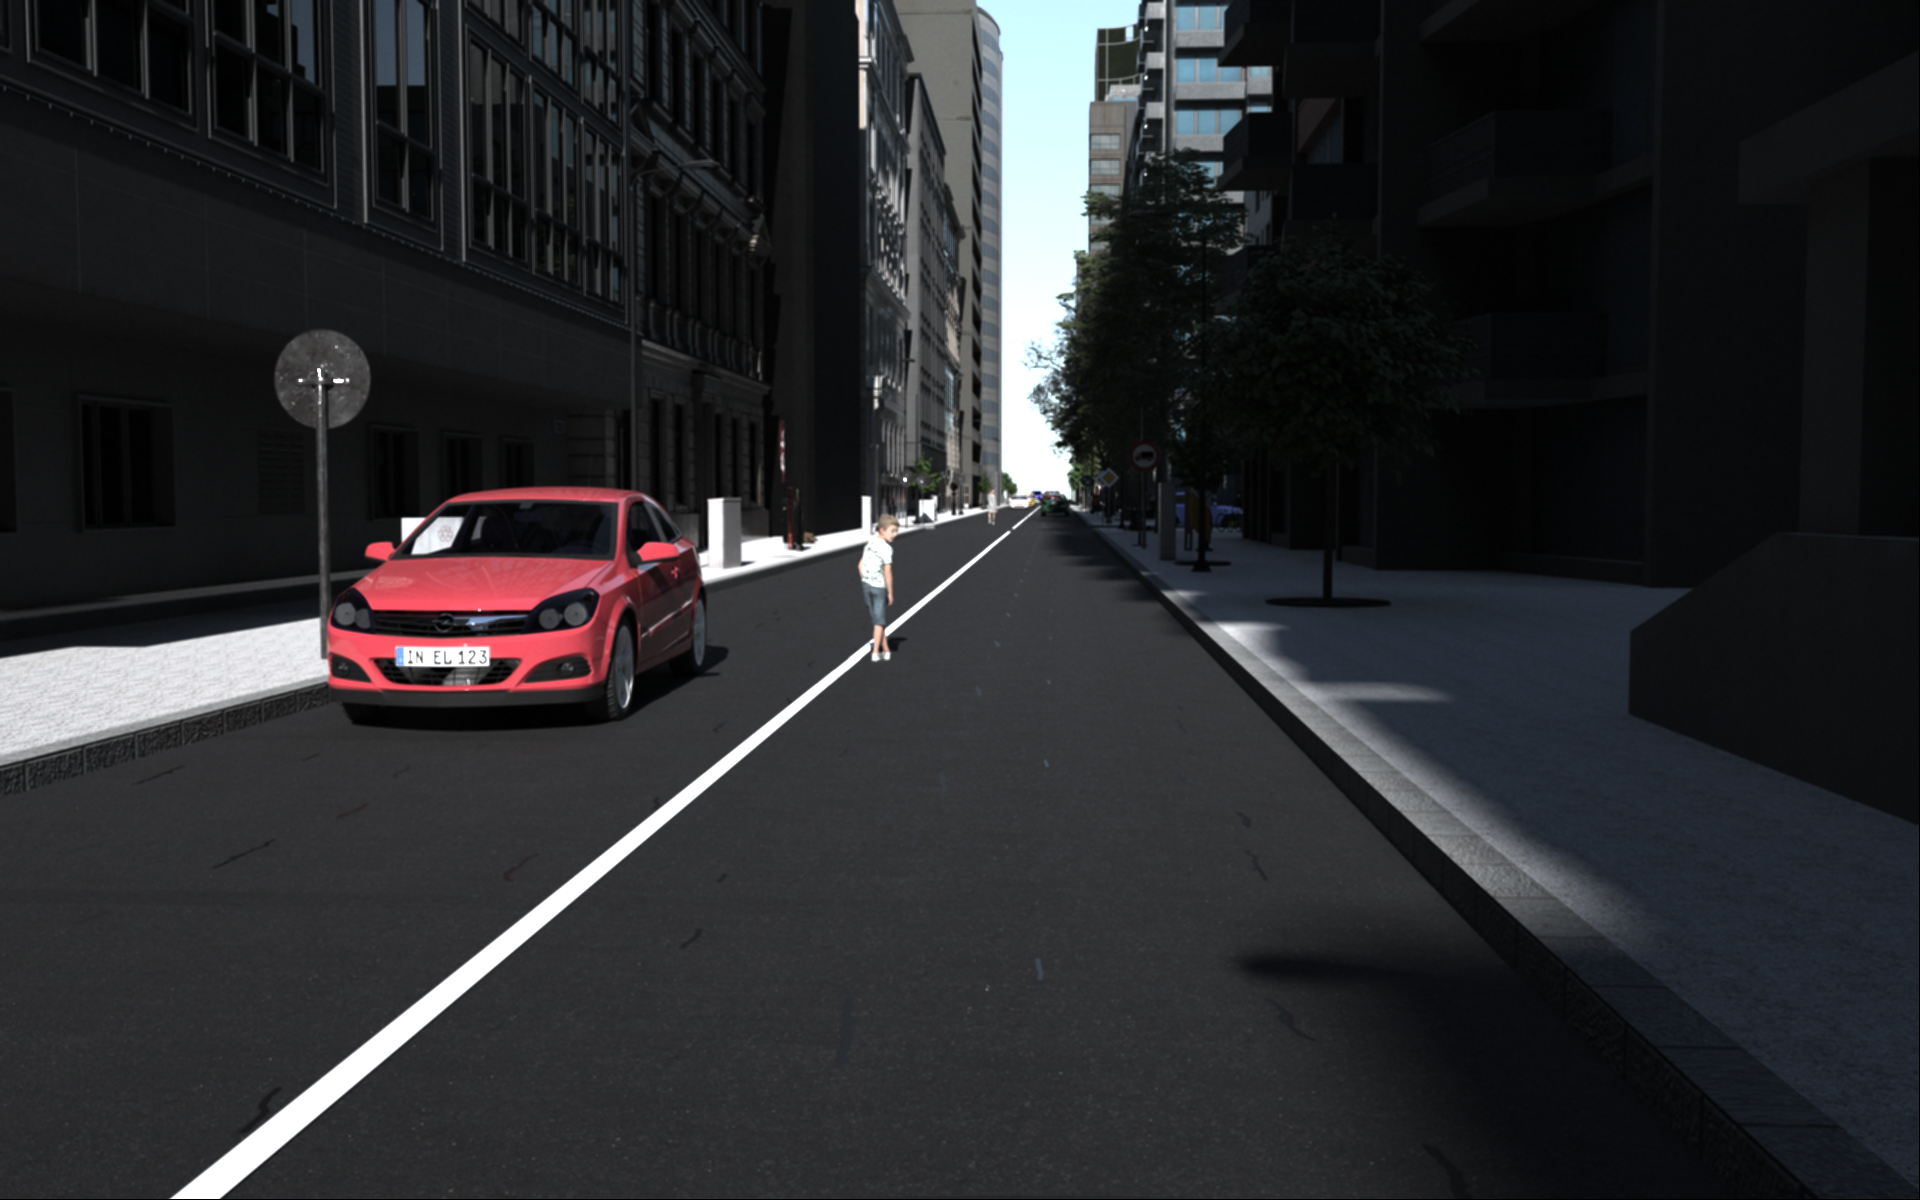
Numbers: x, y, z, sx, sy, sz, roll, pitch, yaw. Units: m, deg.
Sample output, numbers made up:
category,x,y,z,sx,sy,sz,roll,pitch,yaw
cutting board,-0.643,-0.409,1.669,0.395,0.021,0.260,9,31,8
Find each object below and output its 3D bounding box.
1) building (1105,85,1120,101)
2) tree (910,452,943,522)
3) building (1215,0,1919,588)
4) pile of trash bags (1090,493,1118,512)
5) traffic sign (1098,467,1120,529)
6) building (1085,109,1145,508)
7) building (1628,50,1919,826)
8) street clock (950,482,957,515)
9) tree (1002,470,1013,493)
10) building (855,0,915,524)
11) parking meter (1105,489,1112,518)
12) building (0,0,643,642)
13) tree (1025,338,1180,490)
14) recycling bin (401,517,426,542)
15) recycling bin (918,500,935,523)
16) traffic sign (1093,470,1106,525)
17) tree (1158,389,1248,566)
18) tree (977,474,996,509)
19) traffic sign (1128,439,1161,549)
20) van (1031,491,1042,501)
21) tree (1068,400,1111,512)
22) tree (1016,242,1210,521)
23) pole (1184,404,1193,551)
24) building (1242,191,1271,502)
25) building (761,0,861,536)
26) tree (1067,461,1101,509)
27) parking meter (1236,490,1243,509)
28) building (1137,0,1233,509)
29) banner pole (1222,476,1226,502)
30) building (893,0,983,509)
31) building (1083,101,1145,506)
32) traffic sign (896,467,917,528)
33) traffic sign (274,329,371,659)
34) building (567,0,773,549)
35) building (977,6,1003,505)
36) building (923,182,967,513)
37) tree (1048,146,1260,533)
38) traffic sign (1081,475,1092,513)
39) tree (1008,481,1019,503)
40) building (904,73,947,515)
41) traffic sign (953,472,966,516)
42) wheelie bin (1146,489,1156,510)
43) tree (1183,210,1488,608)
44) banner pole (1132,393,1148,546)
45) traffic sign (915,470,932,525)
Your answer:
category,x,y,z,sx,sy,sz,roll,pitch,yaw
building,26.858,-35.805,205.017,23.786,49.044,30.456,0,4,3
tree,-1.585,-5.150,78.800,1.663,3.219,1.824,0,3,0
building,17.045,-23.295,35.493,22.147,44.769,28.867,0,4,3
pile of trash bags,10.221,-7.031,124.703,1.912,1.369,3.447,1,4,23
traffic sign,5.534,-3.716,64.398,0.795,2.450,0.064,0,4,3
building,28.550,-28.846,163.506,32.217,40.220,23.993,0,4,3
building,19.600,-18.911,1.074,32.217,40.220,23.993,0,4,3
street clock,-0.373,-6.114,104.527,0.358,2.002,0.471,2,4,31
tree,5.319,-14.742,224.752,4.285,4.588,4.351,0,3,0
building,-9.618,-18.202,83.502,13.634,28.700,20.117,0,4,3
parking meter,7.908,-5.125,92.211,0.372,1.533,0.369,0,3,0
building,-13.360,-13.834,19.687,14.314,27.812,24.014,0,4,3
tree,8.053,-9.824,95.029,8.767,10.594,7.601,-1,4,-13
recycling bin,-5.525,-0.375,18.691,0.722,1.027,0.722,1,4,13
recycling bin,-1.479,-3.919,76.635,0.722,1.027,0.722,0,4,2
traffic sign,5.972,-4.204,72.371,0.795,2.450,0.064,0,4,3
tree,4.339,-2.256,31.490,1.663,3.219,1.824,0,3,0
tree,2.324,-9.663,152.593,1.663,3.219,1.824,0,3,0
traffic sign,4.317,-2.473,40.544,0.768,2.556,0.104,1,4,11
van,13.310,-18.175,301.548,2.240,2.365,5.245,0,4,2
tree,9.141,-10.472,121.577,4.737,8.622,4.395,0,3,0
tree,7.858,-10.555,82.941,12.009,13.543,11.850,0,3,0
pole,5.194,-2.779,39.281,0.158,3.312,0.155,0,3,0
building,29.895,-14.645,84.485,28.899,21.520,27.650,0,4,3
building,-11.934,-13.975,58.174,15.834,23.373,12.332,0,4,3
tree,10.827,-10.171,150.003,4.285,4.588,4.351,0,3,0
parking meter,15.506,-5.358,96.013,0.372,1.533,0.369,0,3,0
building,24.791,-31.258,130.669,23.786,49.044,30.456,0,4,3
banner pole,15.337,-6.768,100.672,0.401,3.779,0.863,2,4,28
building,-9.031,-32.713,158.556,21.300,48.544,21.600,0,4,3
building,20.546,-30.565,183.338,14.154,41.232,14.086,0,4,3
traffic sign,-1.998,-3.742,64.831,0.795,2.450,0.064,0,4,3
traffic sign,-4.934,-0.814,13.410,0.768,2.556,0.104,0,4,3
building,-10.792,-10.815,41.454,10.561,19.102,19.286,0,4,3
building,-5.853,-40.686,207.213,21.231,58.520,28.212,0,4,3
building,-6.353,-20.415,131.044,12.463,27.353,25.104,0,4,3
tree,6.803,-8.468,56.586,7.486,12.596,7.792,0,3,0
traffic sign,8.476,-7.088,116.002,0.768,2.556,0.104,1,4,13
tree,7.839,-15.869,254.059,1.663,3.219,1.824,0,3,0
building,-8.625,-19.084,105.534,14.314,27.812,24.014,0,4,3
traffic sign,-0.053,-6.238,102.099,0.768,2.556,0.104,1,4,10
wheelie bin,12.297,-6.289,110.732,0.980,1.594,0.693,-1,4,-18
tree,4.327,-2.223,20.062,4.285,4.588,4.351,0,3,0
banner pole,4.451,-3.218,42.625,0.401,3.779,0.863,0,4,2
traffic sign,-1.560,-4.230,72.804,0.795,2.450,0.064,0,4,3
